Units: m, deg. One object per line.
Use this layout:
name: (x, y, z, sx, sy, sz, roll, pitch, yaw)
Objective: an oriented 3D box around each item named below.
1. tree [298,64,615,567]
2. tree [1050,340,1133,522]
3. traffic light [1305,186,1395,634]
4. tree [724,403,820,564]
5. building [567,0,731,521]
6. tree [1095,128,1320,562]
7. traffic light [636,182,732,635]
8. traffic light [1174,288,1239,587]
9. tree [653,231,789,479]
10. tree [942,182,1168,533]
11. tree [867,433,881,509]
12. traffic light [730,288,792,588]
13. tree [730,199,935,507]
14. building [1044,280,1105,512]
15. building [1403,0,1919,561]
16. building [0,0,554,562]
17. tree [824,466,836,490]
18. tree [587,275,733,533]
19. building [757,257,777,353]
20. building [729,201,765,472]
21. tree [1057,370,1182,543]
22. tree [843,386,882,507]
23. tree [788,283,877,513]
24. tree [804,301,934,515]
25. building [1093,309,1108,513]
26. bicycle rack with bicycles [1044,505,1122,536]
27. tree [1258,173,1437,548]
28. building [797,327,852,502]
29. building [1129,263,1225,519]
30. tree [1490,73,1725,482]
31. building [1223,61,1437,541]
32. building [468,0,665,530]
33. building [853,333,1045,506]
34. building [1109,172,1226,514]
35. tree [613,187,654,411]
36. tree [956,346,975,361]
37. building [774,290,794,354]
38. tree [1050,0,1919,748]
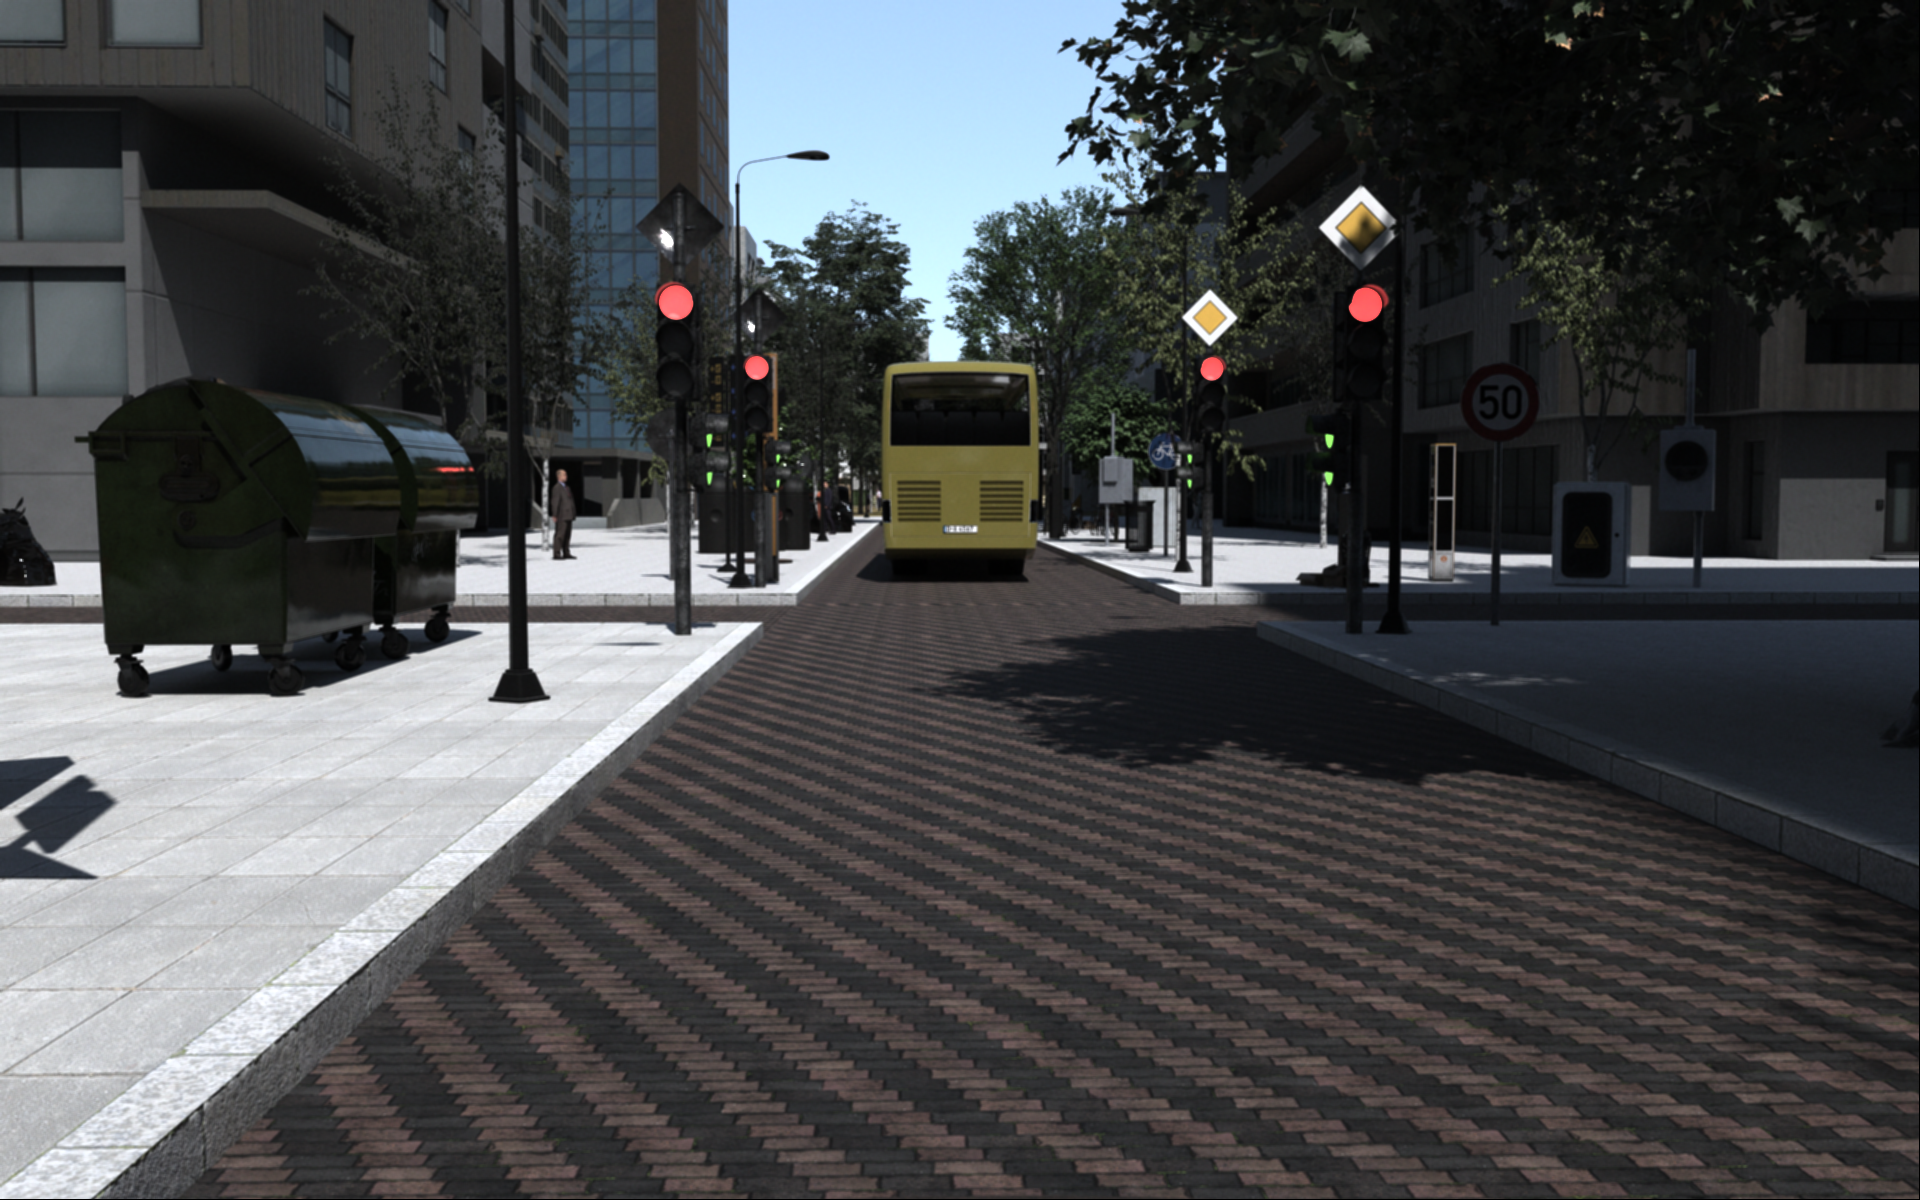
tree: (-8.905, -4.862, 29.862, 4.360, 8.622, 3.978, 0, 3, 0)
tree: (6.261, -7.959, 80.485, 4.360, 8.622, 3.978, 0, 3, 0)
traffic light: (3.613, -1.647, 15.854, 0.839, 4.253, 0.868, 0, 4, -2)
tree: (-3.712, -2.311, 32.394, 1.663, 3.219, 1.824, 0, 3, 0)
building: (-19.573, -26.848, 89.072, 14.600, 45.320, 14.200, 0, 4, -2)
tree: (4.235, -5.012, 32.310, 4.737, 8.622, 4.395, 0, 3, 0)
traffic light: (-2.506, -1.636, 15.672, 0.839, 4.253, 0.868, 0, 4, -2)
traffic light: (3.395, -2.135, 23.836, 0.839, 4.253, 0.868, 0, 4, -2)
tree: (-7.267, -5.933, 47.372, 4.360, 8.622, 3.978, 0, 3, 0)
tree: (3.133, -8.063, 57.586, 9.928, 11.665, 9.643, 0, 3, 0)
tree: (-7.153, -12.032, 147.085, 4.737, 8.622, 4.395, 0, 3, 0)
traffic light: (-2.723, -2.124, 23.654, 0.839, 4.253, 0.868, 0, 4, -2)
tree: (-5.676, -10.389, 76.512, 9.857, 13.997, 8.962, 0, 3, 0)
building: (16.670, -16.775, 140.734, 16.747, 18.905, 31.486, 0, 4, -2)
building: (18.664, -16.292, 38.068, 14.107, 30.474, 14.160, 0, 4, -2)
building: (-26.651, -27.749, 42.938, 28.713, 52.752, 27.495, 0, 4, -2)
tree: (-5.430, -4.333, 65.454, 1.663, 3.219, 1.824, 0, 3, 0)
tree: (-9.800, -6.496, 56.577, 4.737, 8.622, 4.395, 0, 3, 0)
building: (-22.331, -17.110, 136.171, 16.016, 20.091, 11.380, 0, 4, -2)
building: (-22.491, -15.157, 114.275, 16.747, 18.905, 31.486, 0, 4, -2)
tree: (4.240, -3.807, 45.954, 4.285, 4.588, 4.351, 0, 3, 0)
tree: (-8.180, -15.384, 169.647, 7.486, 12.596, 7.792, 0, 3, 0)
tree: (-5.019, -6.700, 59.907, 4.360, 8.622, 3.978, 0, 3, 0)
tree: (-6.102, -12.033, 107.101, 12.009, 13.543, 11.850, 0, 3, 0)
building: (17.312, -16.051, 118.850, 16.016, 20.091, 11.380, 0, 4, -2)
bicycle rack with bicycles: (4.016, -2.515, 54.510, 2.852, 0.926, 2.925, 2, 4, 27)
tree: (8.834, -5.534, 40.839, 4.360, 8.622, 3.978, 0, 3, 0)
building: (-17.682, -20.854, 197.375, 11.380, 20.091, 16.016, 0, 4, -2)
building: (21.314, -47.058, 82.071, 22.319, 86.520, 31.000, 0, 4, -2)
tree: (10.035, -4.687, 26.992, 4.737, 8.622, 4.395, 0, 3, 0)
building: (21.262, -26.468, 56.456, 21.300, 48.544, 21.600, 0, 4, -2)
building: (-29.101, -23.063, 68.960, 32.217, 40.220, 23.993, 0, 4, -2)
building: (3.723, -20.322, 198.714, 31.486, 18.905, 16.747, 0, 4, -2)
building: (17.977, -15.357, 107.505, 16.016, 20.091, 11.380, 0, 4, -2)
tree: (-9.345, -5.419, 38.963, 4.360, 8.622, 3.978, 0, 3, 0)
tree: (1.001, -13.124, 132.698, 7.486, 12.596, 7.792, 0, 3, 0)
building: (-31.354, -17.849, 158.285, 31.486, 18.905, 16.747, 0, 4, -2)
tree: (5.176, -5.599, 8.552, 9.611, 12.733, 9.660, 0, 3, 0)
